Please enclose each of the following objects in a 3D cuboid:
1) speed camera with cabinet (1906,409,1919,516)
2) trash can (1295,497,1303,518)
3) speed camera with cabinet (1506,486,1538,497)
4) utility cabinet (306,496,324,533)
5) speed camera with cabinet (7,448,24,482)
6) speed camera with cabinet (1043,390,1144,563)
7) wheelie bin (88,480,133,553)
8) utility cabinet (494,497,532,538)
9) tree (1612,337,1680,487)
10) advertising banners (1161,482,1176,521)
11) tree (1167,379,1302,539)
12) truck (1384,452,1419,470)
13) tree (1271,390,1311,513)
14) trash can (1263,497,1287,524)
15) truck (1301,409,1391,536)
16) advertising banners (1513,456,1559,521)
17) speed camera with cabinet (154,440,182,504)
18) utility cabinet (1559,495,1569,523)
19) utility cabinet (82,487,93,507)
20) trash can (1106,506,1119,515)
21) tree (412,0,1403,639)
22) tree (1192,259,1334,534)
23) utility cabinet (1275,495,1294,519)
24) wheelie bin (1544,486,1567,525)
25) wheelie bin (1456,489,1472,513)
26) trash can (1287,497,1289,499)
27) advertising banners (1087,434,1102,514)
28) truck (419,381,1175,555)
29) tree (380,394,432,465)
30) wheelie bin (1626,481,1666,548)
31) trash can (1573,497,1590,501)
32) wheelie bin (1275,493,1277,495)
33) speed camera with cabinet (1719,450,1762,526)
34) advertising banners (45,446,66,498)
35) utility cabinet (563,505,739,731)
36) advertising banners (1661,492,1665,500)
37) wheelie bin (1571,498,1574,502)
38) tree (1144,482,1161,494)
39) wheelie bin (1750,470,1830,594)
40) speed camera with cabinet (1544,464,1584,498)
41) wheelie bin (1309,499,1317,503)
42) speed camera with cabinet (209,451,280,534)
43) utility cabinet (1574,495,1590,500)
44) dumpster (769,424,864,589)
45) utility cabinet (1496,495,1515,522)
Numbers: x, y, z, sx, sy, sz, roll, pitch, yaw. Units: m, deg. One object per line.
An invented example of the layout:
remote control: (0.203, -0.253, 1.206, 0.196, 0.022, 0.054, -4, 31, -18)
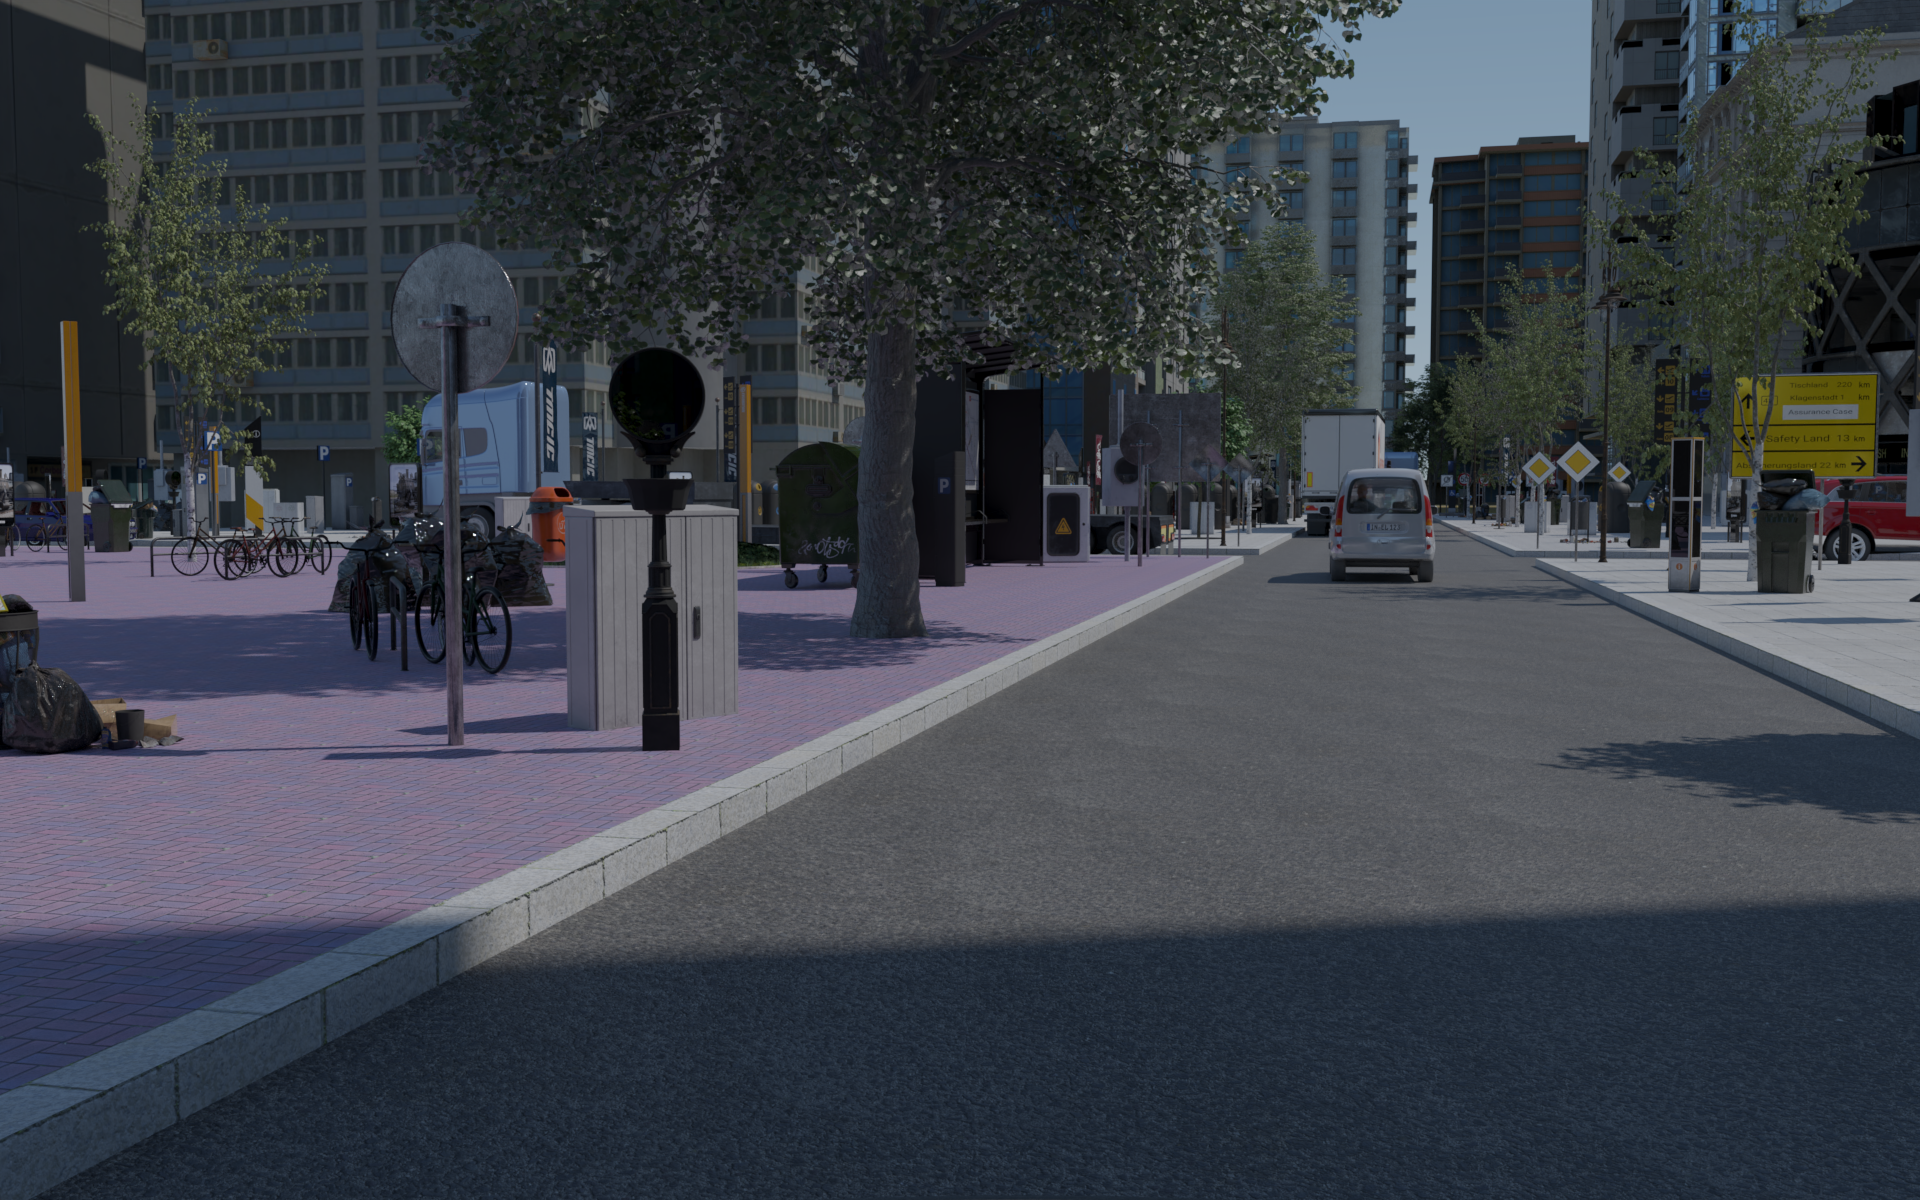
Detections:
speed camera with cabinet: (10.517, -1.392, 17.091, 0.660, 3.252, 2.038, -2, 4, -32)
trash can: (18.002, -4.949, 92.566, 0.748, 1.137, 0.748, 0, 3, 0)
speed camera with cabinet: (33.142, -6.571, 101.776, 2.038, 3.252, 0.660, 2, 4, 34)
utility cabinet: (-21.385, -2.831, 57.442, 0.306, 1.237, 1.020, -3, 4, -36)
speed camera with cabinet: (-39.764, -4.839, 73.455, 2.038, 3.252, 0.660, 2, 4, 33)
speed camera with cabinet: (2.412, -2.337, 32.553, 2.038, 3.252, 0.660, -1, 4, -13)
wheelie bin: (-18.772, -1.854, 38.226, 0.693, 1.594, 0.980, 1, 4, 20)
utility cabinet: (-9.678, -1.636, 37.905, 0.306, 1.237, 1.020, 2, 4, 35)
tree: (32.062, -8.057, 82.087, 4.360, 8.622, 3.978, 0, 3, 0)
advertising banners: (10.196, -5.319, 83.153, 0.090, 3.025, 2.074, 3, 5, 43)
tree: (6.819, -4.025, 49.520, 4.285, 4.588, 4.351, 0, 3, 0)
truck: (26.773, -7.083, 105.564, 2.967, 4.110, 18.799, 1, 4, 14)
tree: (22.666, -10.067, 114.953, 4.737, 8.622, 4.395, 0, 3, 0)
trash can: (13.443, -3.855, 74.685, 0.748, 1.137, 0.748, 0, 3, 0)
truck: (13.969, -4.498, 62.457, 2.839, 4.237, 11.283, 1, 4, 15)
advertising banners: (26.770, -5.159, 80.533, 2.074, 3.025, 0.090, 0, 4, 3)
speed camera with cabinet: (-28.704, -4.248, 63.788, 2.038, 3.252, 0.660, 1, 4, 22)
utility cabinet: (26.968, -4.104, 78.267, 1.020, 1.237, 0.306, 1, 4, 12)
utility cabinet: (-27.363, -2.805, 54.539, 0.318, 1.500, 1.173, 2, 4, 27)
trash can: (6.807, -4.016, 77.311, 0.748, 1.137, 0.748, 0, 3, 0)
tree: (-0.585, -6.651, 15.396, 9.857, 13.997, 8.962, 0, 3, 0)
tree: (9.442, -6.393, 54.894, 4.360, 8.622, 3.978, 0, 3, 0)
utility cabinet: (17.030, -4.887, 91.063, 1.020, 1.237, 0.306, 2, 4, 28)
wheelie bin: (24.484, -3.897, 71.629, 0.980, 1.594, 0.693, -3, 5, -44)
wheelie bin: (31.440, -6.135, 108.209, 0.980, 1.594, 0.693, 0, 4, 2)
trash can: (14.723, -4.154, 79.567, 0.748, 1.137, 0.748, 0, 3, 0)
advertising banners: (3.743, -3.301, 50.163, 0.090, 3.025, 2.074, 2, 4, 26)
truck: (-4.458, -3.124, 40.829, 18.799, 4.110, 2.967, 1, 4, 14)
tree: (-17.531, -4.486, 57.060, 4.285, 4.588, 4.351, 0, 3, 0)
wheelie bin: (16.298, -2.034, 41.163, 0.693, 1.594, 0.980, -1, 4, -13)
trash can: (27.819, -4.032, 77.571, 0.748, 1.137, 0.748, 0, 3, 0)
wheelie bin: (19.443, -6.117, 107.923, 0.693, 1.594, 0.980, 0, 4, -1)
speed camera with cabinet: (31.402, -4.577, 69.175, 2.038, 3.252, 0.660, -2, 4, -24)
advertising banners: (-33.083, -4.083, 62.952, 2.074, 3.025, 0.090, 1, 4, 11)
utility cabinet: (-1.722, 0.084, 9.791, 0.306, 1.237, 1.020, 3, 5, 42)
advertising banners: (36.785, -5.725, 89.790, 2.074, 3.025, 0.090, -3, 4, -38)
wheelie bin: (35.516, -5.676, 100.703, 0.980, 1.594, 0.693, 3, 5, 41)
tree: (11.100, -6.437, 99.846, 1.663, 3.219, 1.824, 0, 3, 0)
wheelie bin: (10.752, -0.893, 22.502, 0.980, 1.594, 0.693, 3, 4, 36)
speed camera with cabinet: (32.914, -6.103, 94.125, 2.038, 3.252, 0.660, -1, 4, -22)
wheelie bin: (22.832, -6.379, 112.199, 0.693, 1.594, 0.980, 1, 4, 16)
speed camera with cabinet: (-23.275, -3.793, 56.351, 2.038, 3.252, 0.660, -1, 4, -11)
utility cabinet: (32.884, -4.916, 91.531, 1.020, 1.237, 0.306, -2, 4, -34)
dumpster: (-1.676, -1.322, 24.113, 1.502, 2.255, 1.985, 1, 4, 13)
utility cabinet: (24.754, -4.123, 78.580, 0.306, 1.237, 1.020, -1, 4, -17)
